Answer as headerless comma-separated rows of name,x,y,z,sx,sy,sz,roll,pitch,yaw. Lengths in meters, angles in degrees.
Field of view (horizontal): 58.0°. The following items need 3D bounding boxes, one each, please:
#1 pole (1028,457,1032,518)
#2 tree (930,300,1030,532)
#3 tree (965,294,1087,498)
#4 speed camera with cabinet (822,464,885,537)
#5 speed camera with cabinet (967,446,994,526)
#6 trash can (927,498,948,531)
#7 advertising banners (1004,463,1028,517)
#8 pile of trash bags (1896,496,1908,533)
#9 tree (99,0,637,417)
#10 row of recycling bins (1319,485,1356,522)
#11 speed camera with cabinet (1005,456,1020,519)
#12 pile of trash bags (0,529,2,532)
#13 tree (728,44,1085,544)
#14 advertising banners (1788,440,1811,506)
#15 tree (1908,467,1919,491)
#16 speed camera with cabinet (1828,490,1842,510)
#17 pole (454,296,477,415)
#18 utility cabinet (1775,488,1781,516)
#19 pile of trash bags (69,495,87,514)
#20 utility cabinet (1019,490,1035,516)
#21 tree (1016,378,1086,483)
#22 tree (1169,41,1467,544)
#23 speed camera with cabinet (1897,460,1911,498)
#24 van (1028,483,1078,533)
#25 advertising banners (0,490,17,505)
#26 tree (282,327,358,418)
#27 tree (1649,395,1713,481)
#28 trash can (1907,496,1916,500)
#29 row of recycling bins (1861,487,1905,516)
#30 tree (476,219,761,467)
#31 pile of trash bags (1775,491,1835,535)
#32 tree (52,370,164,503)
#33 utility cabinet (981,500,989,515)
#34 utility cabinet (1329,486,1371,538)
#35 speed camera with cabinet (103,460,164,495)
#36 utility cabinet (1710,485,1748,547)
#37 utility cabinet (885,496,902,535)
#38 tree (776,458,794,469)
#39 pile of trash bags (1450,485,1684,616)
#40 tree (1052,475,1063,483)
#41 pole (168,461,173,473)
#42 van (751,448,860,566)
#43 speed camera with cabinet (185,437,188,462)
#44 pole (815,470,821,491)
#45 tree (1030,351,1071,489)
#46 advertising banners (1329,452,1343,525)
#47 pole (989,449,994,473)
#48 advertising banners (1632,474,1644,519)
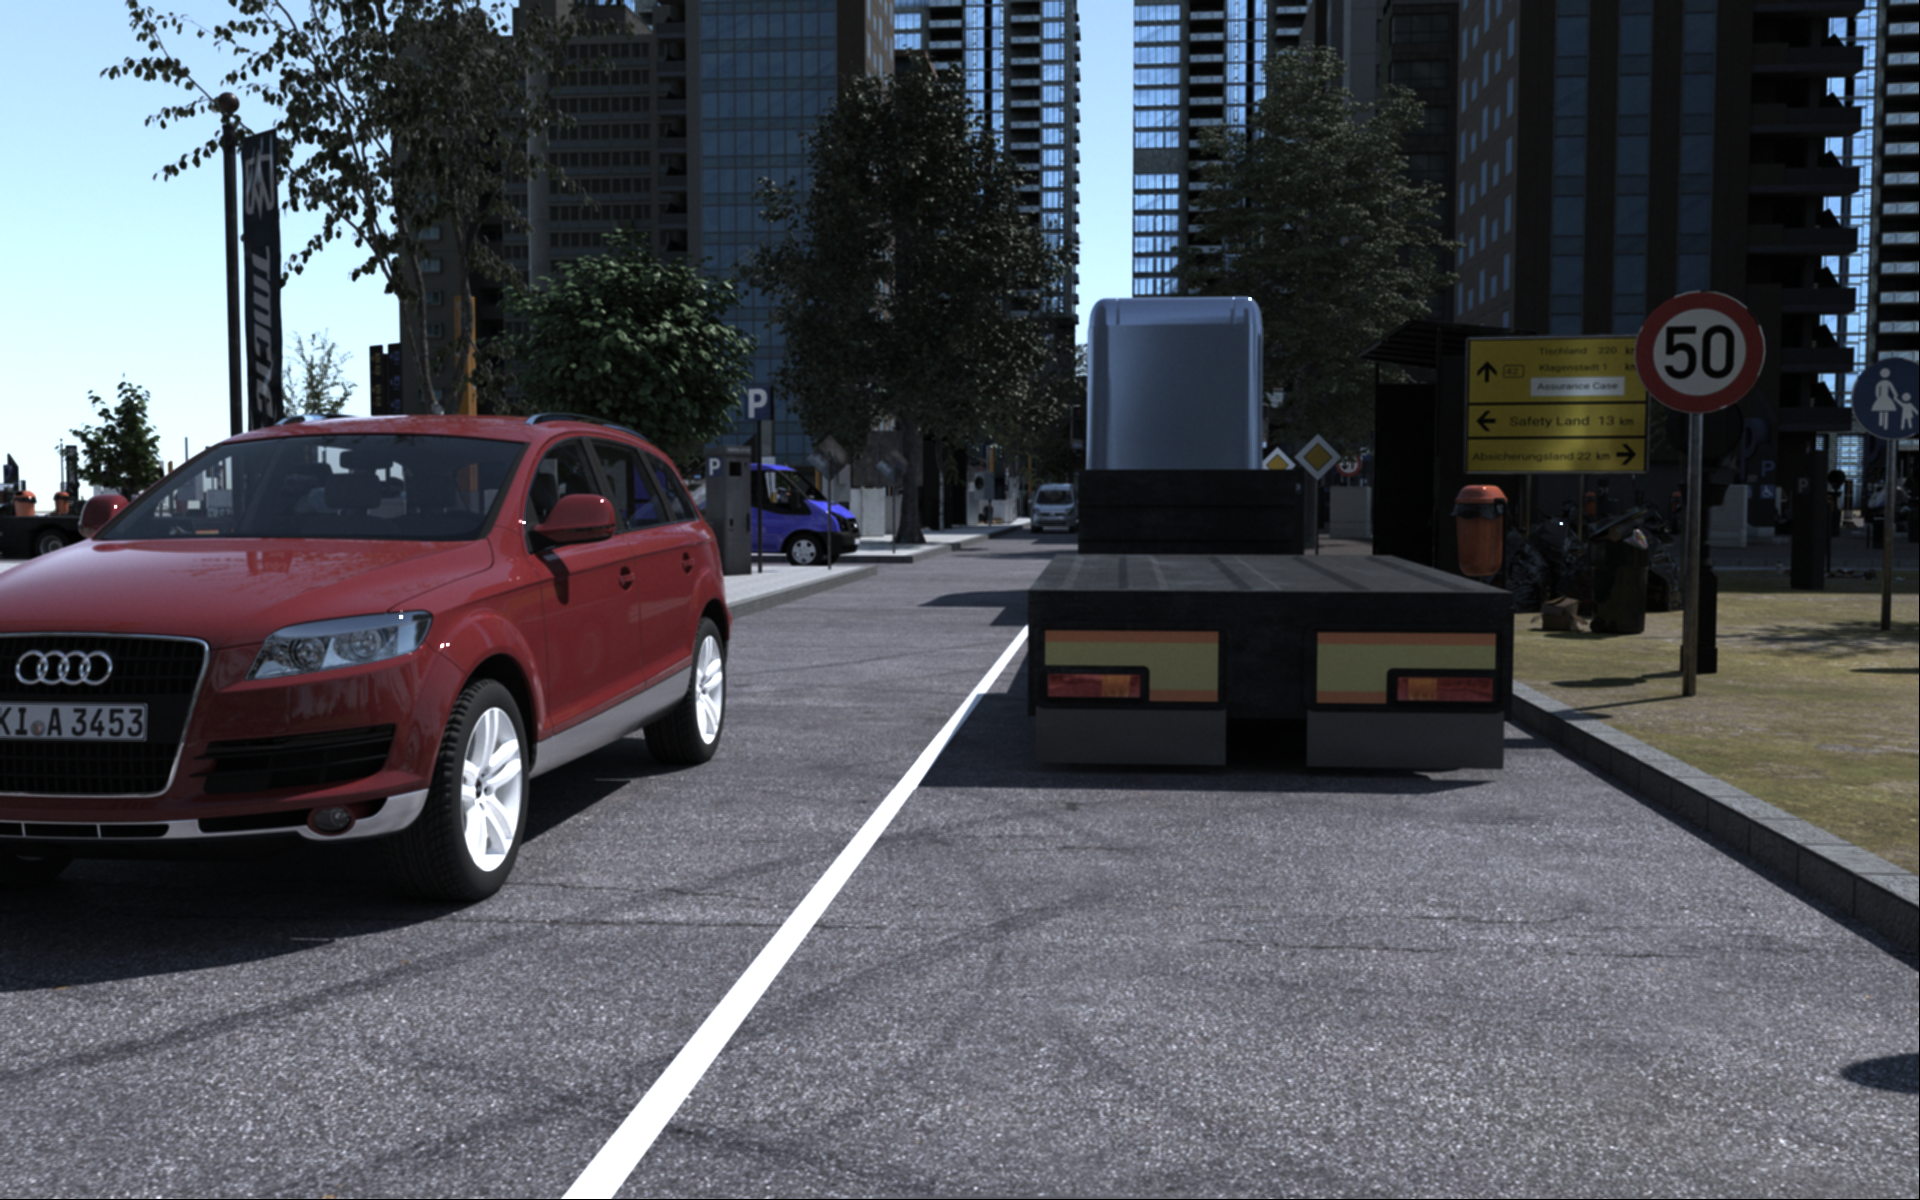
pole,3.753,-6.078,93.219,0.158,3.312,0.155,0,3,0
tree,-0.376,-6.609,58.419,4.737,8.622,4.395,0,3,0
tree,4.764,-11.918,105.230,12.009,13.543,11.850,0,3,0
speed camera with cabinet,-3.185,-3.520,51.885,2.038,3.252,0.660,-3,5,-44
speed camera with cabinet,0.573,-4.698,71.155,0.660,3.252,2.038,-3,4,-37
trash can,-0.778,-3.015,60.945,0.748,1.137,0.748,0,3,0
advertising banners,3.180,-6.233,98.099,0.090,3.025,2.074,-3,5,-41
pile of trash bags,29.966,-2.719,54.215,1.912,1.369,3.447,-1,4,-10
tree,-4.566,-3.921,14.474,4.360,8.622,3.978,0,3,0
row of recycling bins,17.097,-4.464,80.106,3.534,1.692,1.069,-2,4,-29
speed camera with cabinet,2.685,-5.842,89.847,0.660,3.252,2.038,0,4,-4
pile of trash bags,-26.889,-2.352,48.211,3.447,1.369,1.912,2,4,28
tree,-1.315,-7.814,44.769,9.611,12.733,9.660,0,3,0
advertising banners,27.739,-3.733,57.219,0.090,3.025,2.074,1,4,9
tree,36.185,-4.270,64.408,1.663,3.219,1.824,0,3,0
speed camera with cabinet,39.981,-5.256,80.276,0.660,3.252,2.038,-1,4,-9
pole,-5.100,-1.473,17.925,0.158,3.312,0.155,0,3,0
utility cabinet,27.240,-3.070,58.865,1.173,1.500,0.318,0,4,0
pile of trash bags,-35.972,-3.783,71.611,3.447,1.369,1.912,1,4,14
utility cabinet,3.905,-5.707,101.989,1.173,1.500,0.318,-3,5,-43
tree,7.406,-12.207,134.002,8.767,10.594,7.601,3,5,44
tree,8.994,-7.735,44.587,7.486,12.596,7.792,0,3,0
speed camera with cabinet,53.527,-6.422,99.339,2.038,3.252,0.660,-1,4,-12
van,3.573,-3.526,64.655,2.013,2.044,4.112,0,4,7
advertising banners,-41.680,-4.844,75.388,2.074,3.025,0.090,1,4,11
tree,-28.526,-7.673,75.812,4.737,8.622,4.395,0,3,0
tree,27.615,-7.087,66.235,4.737,8.622,4.395,0,3,0
trash can,58.595,-5.812,106.676,0.748,1.137,0.748,0,3,0
row of recycling bins,51.535,-5.479,96.698,1.069,1.692,3.534,0,4,0
tree,-4.080,-2.271,20.846,4.285,4.588,4.351,0,3,0
pile of trash bags,26.287,-2.776,55.144,3.447,1.369,1.912,-1,4,-11
tree,-13.005,-1.993,27.193,1.663,3.219,1.824,0,3,0
utility cabinet,1.129,-4.406,83.195,1.020,1.237,0.306,0,4,6
utility cabinet,11.250,-2.521,49.894,1.173,1.500,0.318,3,5,42
speed camera with cabinet,-20.779,-3.012,43.585,0.660,3.252,2.038,0,4,3
utility cabinet,18.150,-2.001,41.396,1.173,1.500,0.318,3,5,41
utility cabinet,-2.111,-2.685,55.063,1.020,1.237,0.306,-1,4,-22
tree,-9.580,-6.046,93.457,1.663,3.219,1.824,0,3,0
pile of trash bags,6.344,-0.543,18.633,3.447,1.369,1.912,-3,5,-44
tree,8.733,-9.698,153.171,1.663,3.219,1.824,0,3,0
pole,-50.460,-7.142,110.612,0.158,3.312,0.155,0,3,0
van,-4.572,-1.799,33.791,5.245,2.365,2.240,0,4,7
speed camera with cabinet,-26.031,-4.020,60.061,2.038,3.252,0.660,0,4,4
pole,-5.544,-4.513,67.636,0.158,3.312,0.155,0,3,0
tree,2.519,-8.072,82.331,4.737,8.622,4.395,0,3,0
advertising banners,15.439,-4.570,70.907,0.090,3.025,2.074,2,4,27
pole,1.434,-5.161,78.227,0.158,3.312,0.155,0,3,0
advertising banners,24.190,-4.016,61.843,0.090,3.025,2.074,1,4,11
